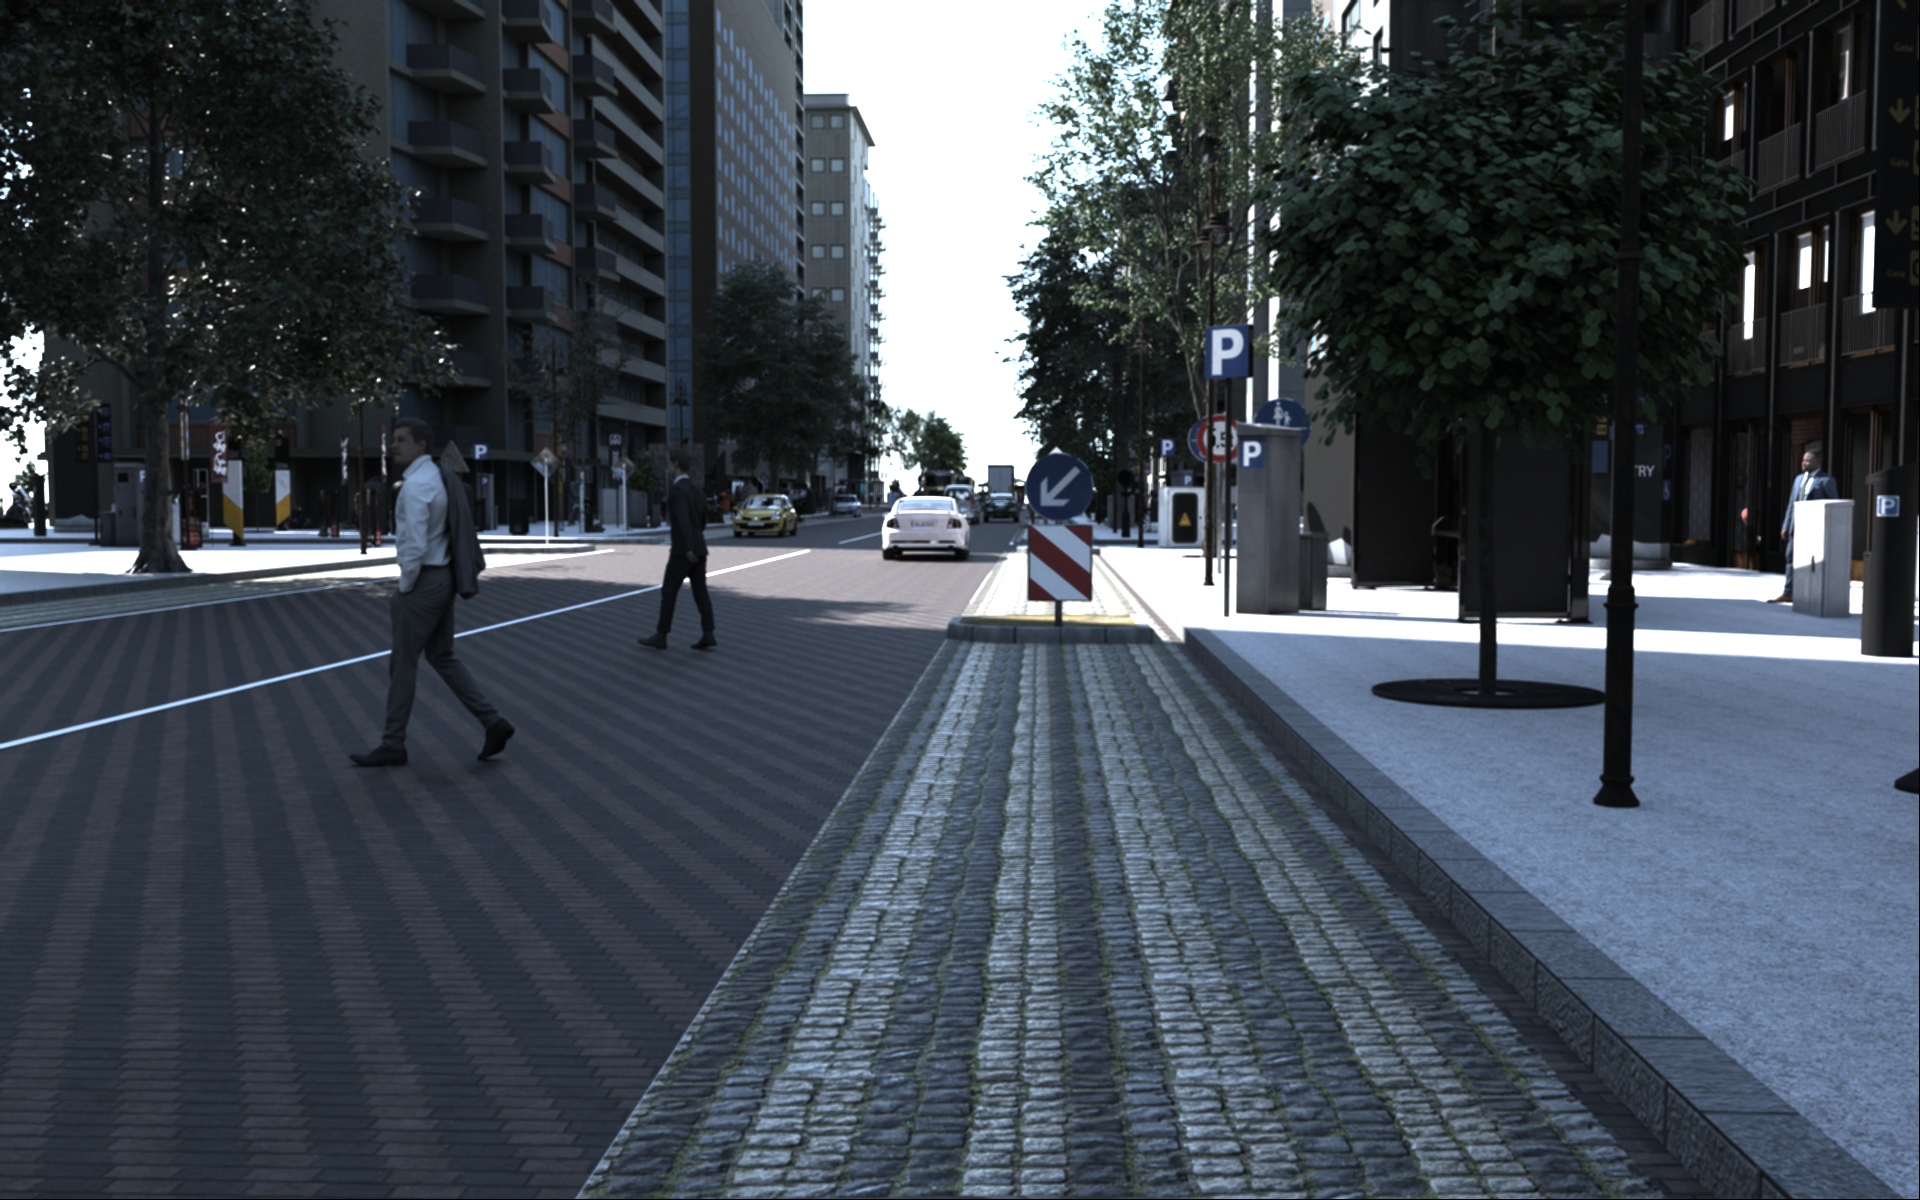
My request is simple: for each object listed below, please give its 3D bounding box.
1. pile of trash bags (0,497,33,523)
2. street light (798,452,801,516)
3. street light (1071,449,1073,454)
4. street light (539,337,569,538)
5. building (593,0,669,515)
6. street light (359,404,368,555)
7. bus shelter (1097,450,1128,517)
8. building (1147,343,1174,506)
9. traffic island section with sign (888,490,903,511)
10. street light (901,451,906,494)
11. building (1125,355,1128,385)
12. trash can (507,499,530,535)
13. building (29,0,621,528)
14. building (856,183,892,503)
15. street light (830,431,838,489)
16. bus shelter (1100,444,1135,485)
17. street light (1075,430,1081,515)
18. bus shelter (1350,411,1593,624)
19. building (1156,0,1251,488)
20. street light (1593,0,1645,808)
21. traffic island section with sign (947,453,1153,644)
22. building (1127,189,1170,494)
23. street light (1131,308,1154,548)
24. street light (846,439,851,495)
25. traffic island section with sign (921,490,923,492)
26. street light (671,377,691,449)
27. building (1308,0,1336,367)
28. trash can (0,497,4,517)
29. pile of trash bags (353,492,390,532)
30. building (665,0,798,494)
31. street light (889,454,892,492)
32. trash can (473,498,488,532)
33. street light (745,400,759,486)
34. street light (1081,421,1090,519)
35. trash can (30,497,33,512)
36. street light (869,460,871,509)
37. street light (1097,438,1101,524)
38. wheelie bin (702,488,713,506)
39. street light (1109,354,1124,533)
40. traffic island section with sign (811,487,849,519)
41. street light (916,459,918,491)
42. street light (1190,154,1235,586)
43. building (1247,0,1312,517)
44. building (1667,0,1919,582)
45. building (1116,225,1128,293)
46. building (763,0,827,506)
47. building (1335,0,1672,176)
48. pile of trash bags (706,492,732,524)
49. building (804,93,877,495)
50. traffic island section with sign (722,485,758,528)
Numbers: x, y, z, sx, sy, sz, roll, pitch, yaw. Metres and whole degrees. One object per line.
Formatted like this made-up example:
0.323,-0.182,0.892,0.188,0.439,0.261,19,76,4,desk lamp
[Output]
-42.391,-4.030,75.640,3.447,1.369,1.912,0,4,-1,pile of trash bags
-9.479,-7.902,101.990,0.468,5.910,1.993,0,4,3,street light
8.281,-9.257,124.145,0.468,5.910,1.993,0,4,3,street light
-11.932,-4.784,51.001,0.468,5.910,1.993,0,4,3,street light
-31.660,-29.813,111.146,21.300,48.544,21.600,0,4,3,building
-12.638,-3.898,36.526,0.468,5.910,1.993,0,4,3,street light
8.352,-6.378,95.564,1.731,3.624,6.357,0,4,3,bus shelter
33.854,-20.284,176.681,27.650,21.520,28.899,0,4,3,building
-5.190,-8.609,149.381,1.989,1.847,2.006,0,4,3,traffic island section with sign
-5.748,-12.554,178.041,0.468,5.910,1.993,0,4,3,street light
30.536,-29.125,247.896,14.160,30.474,14.107,0,4,3,building
-13.780,-2.597,54.112,0.748,1.137,0.748,0,3,0,trash can
-28.140,-25.888,77.887,22.147,44.769,28.867,0,4,3,building
-22.574,-39.272,261.708,23.786,49.044,30.456,0,4,3,building
-8.623,-8.922,118.660,0.468,5.910,1.993,0,4,3,street light
9.267,-7.735,104.100,2.179,5.291,8.768,0,4,3,bus shelter
7.513,-8.237,107.469,0.468,5.910,1.993,0,4,3,street light
5.640,-1.768,20.195,1.731,3.624,6.357,0,4,3,bus shelter
28.450,-30.116,147.021,22.147,44.769,28.867,0,4,3,building
2.715,-2.092,6.987,0.468,5.910,1.993,0,4,3,street light
0.886,-0.538,17.426,1.989,1.847,2.006,0,4,3,traffic island section with sign
29.574,-33.635,233.527,14.154,41.232,14.086,0,4,3,building
4.326,-4.189,41.278,0.468,5.910,1.993,0,4,3,street light
-8.244,-9.473,127.677,0.468,5.910,1.993,0,4,3,street light
-3.878,-10.302,177.067,1.989,1.847,2.006,0,4,3,traffic island section with sign
-11.002,-5.850,68.433,0.468,5.910,1.993,0,4,3,street light
23.864,-26.163,77.878,14.600,45.320,14.200,0,4,3,building
-50.832,-4.881,91.453,0.748,1.137,0.748,0,3,0,trash can
-19.299,-3.023,59.173,3.447,1.369,1.912,1,4,22,pile of trash bags
-23.154,-31.326,162.295,14.600,45.320,14.200,0,4,3,building
-6.580,-11.532,161.341,0.468,5.910,1.993,0,4,3,street light
-16.365,-2.872,58.613,0.748,1.137,0.748,0,3,0,trash can
-10.192,-6.870,85.104,0.468,5.910,1.993,0,4,3,street light
6.771,-7.218,90.795,0.468,5.910,1.993,0,4,3,street light
-63.791,-6.594,119.469,0.748,1.137,0.748,0,3,0,trash can
-7.504,-10.501,144.471,0.468,5.910,1.993,0,4,3,street light
5.929,-6.178,73.800,0.468,5.910,1.993,0,4,3,street light
-15.553,-5.856,103.649,0.980,1.594,0.693,3,4,37,wheelie bin
5.133,-5.158,57.128,0.468,5.910,1.993,0,4,3,street light
-7.505,-5.612,100.387,1.989,1.847,2.006,0,4,3,traffic island section with sign
-4.938,-13.606,195.251,0.468,5.910,1.993,0,4,3,street light
3.476,-3.134,24.032,0.468,5.910,1.993,0,4,3,street light
28.934,-34.680,109.017,21.231,58.520,28.212,0,4,3,building
19.032,-11.886,24.016,12.332,23.373,15.834,0,4,3,building
32.032,-38.290,276.155,14.600,45.320,14.200,0,4,3,building
-24.661,-45.320,179.237,20.563,71.187,20.611,0,4,3,building
21.667,-17.811,62.905,14.107,30.474,14.160,0,4,3,building
-11.058,-4.033,75.685,1.912,1.369,3.447,2,4,25,pile of trash bags
-26.543,-39.350,232.615,28.713,52.752,27.495,0,4,3,building
-8.825,-3.914,72.626,1.989,1.847,2.006,0,4,3,traffic island section with sign
